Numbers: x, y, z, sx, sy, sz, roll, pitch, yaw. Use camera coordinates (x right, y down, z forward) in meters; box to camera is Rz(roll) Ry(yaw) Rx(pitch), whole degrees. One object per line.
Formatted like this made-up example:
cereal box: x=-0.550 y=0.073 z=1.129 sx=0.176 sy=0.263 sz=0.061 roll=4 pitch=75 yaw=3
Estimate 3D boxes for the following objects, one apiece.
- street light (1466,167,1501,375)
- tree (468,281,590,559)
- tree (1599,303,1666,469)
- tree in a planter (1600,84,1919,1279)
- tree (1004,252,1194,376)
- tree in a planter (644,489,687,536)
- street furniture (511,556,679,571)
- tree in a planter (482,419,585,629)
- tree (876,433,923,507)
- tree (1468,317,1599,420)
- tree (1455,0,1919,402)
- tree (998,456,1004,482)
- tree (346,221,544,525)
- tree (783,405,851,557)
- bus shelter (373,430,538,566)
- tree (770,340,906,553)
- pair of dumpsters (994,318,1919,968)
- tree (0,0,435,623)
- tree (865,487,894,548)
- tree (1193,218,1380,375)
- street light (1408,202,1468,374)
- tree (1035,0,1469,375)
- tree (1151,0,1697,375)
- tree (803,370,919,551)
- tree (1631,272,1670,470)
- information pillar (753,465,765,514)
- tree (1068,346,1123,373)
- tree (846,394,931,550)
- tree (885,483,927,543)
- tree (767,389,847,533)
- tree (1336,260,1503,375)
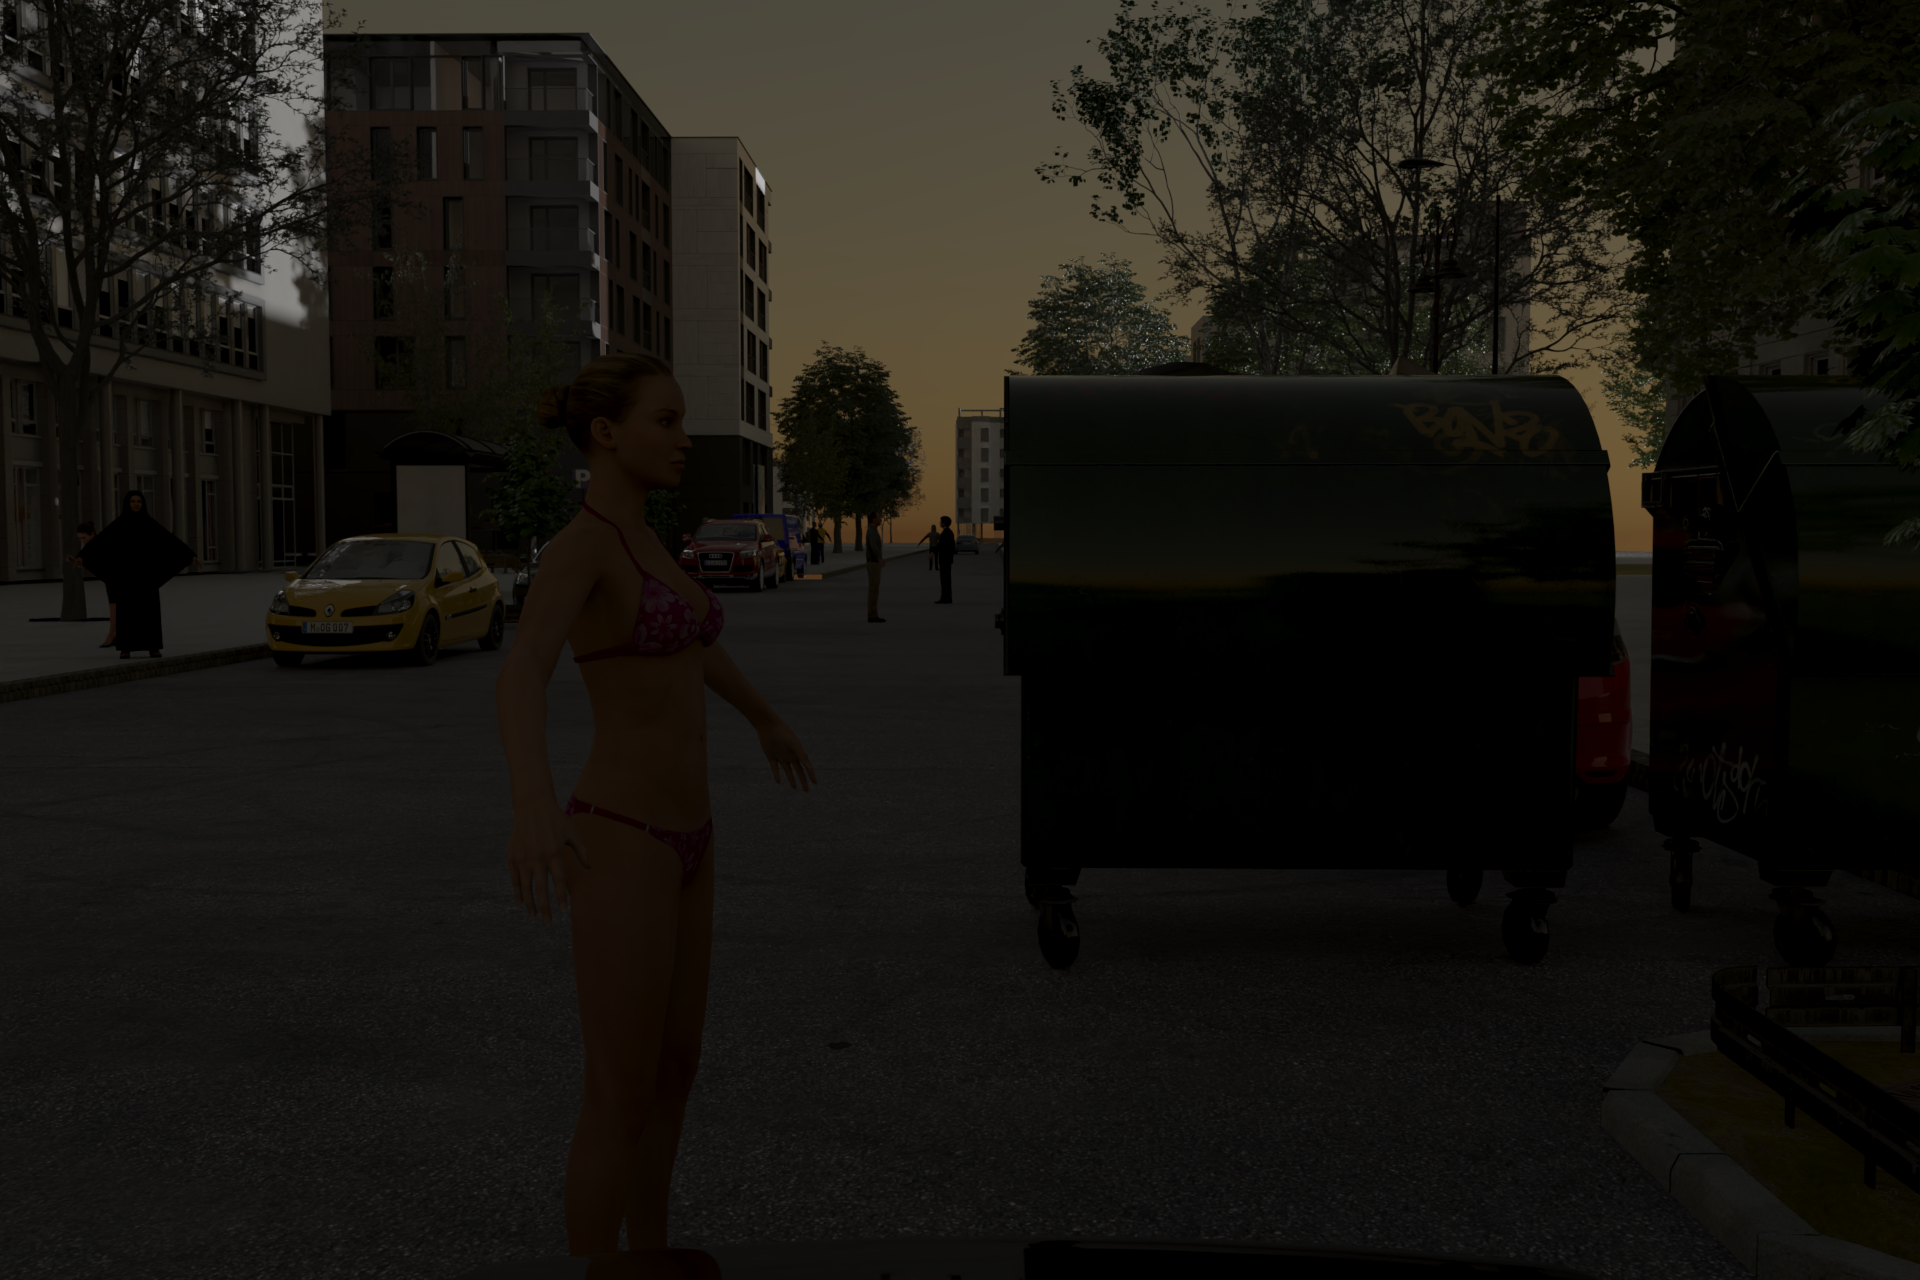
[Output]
street light: x=7.191 y=-2.996 z=21.533 sx=1.470 sy=5.913 sz=1.316 roll=0 pitch=4 yaw=1
tree: x=-12.589 y=-6.155 z=50.994 sx=4.737 sy=8.622 sz=4.395 roll=0 pitch=3 yaw=0
tree: x=29.003 y=-8.728 z=68.461 sx=9.928 sy=11.665 sz=9.643 roll=0 pitch=3 yaw=0
tree in a planter: x=2.535 y=-0.396 z=3.692 sx=1.991 sy=3.239 sz=1.994 roll=0 pitch=4 yaw=1
tree: x=6.857 y=-10.512 z=78.532 sx=9.857 sy=13.997 sz=8.962 roll=0 pitch=3 yaw=0
tree in a planter: x=-6.581 y=-2.333 z=35.371 sx=1.991 sy=3.239 sz=1.994 roll=0 pitch=4 yaw=1
street furniture: x=-12.859 y=-2.908 z=63.170 sx=5.734 sy=0.657 sz=10.072 roll=0 pitch=4 yaw=3
tree in a planter: x=-6.722 y=-1.817 z=26.935 sx=1.991 sy=3.239 sz=1.994 roll=0 pitch=4 yaw=2
tree: x=-7.400 y=-13.861 z=152.378 sx=9.928 sy=11.665 sz=9.643 roll=0 pitch=3 yaw=0
tree: x=18.729 y=-6.625 z=58.686 sx=4.360 sy=8.622 sz=3.978 roll=0 pitch=3 yaw=0
tree: x=7.847 y=-5.919 z=14.900 sx=7.486 sy=12.596 sz=7.792 roll=0 pitch=3 yaw=0
tree: x=8.553 y=-15.327 z=160.963 sx=12.009 sy=13.543 sz=11.850 roll=0 pitch=3 yaw=0
tree: x=-12.943 y=-5.589 z=41.742 sx=4.360 sy=8.622 sz=3.978 roll=0 pitch=3 yaw=0
tree: x=-7.959 y=-9.063 z=98.548 sx=4.737 sy=8.622 sz=4.395 roll=0 pitch=3 yaw=0
bus shelter: x=-10.365 y=-2.600 z=36.438 sx=2.014 sy=3.302 sz=5.546 roll=0 pitch=4 yaw=1
tree: x=-8.098 y=-12.774 z=115.515 sx=9.857 sy=13.997 sz=8.962 roll=0 pitch=3 yaw=0
pair of dumpsters: x=2.338 y=-0.073 z=6.147 sx=4.436 sy=2.255 sz=1.574 roll=0 pitch=4 yaw=1
tree: x=-13.109 y=-7.026 z=25.253 sx=12.009 sy=13.543 sz=11.850 roll=0 pitch=3 yaw=0
tree: x=-7.095 y=-12.823 z=160.011 sx=4.360 sy=8.622 sz=3.978 roll=0 pitch=3 yaw=0
tree: x=11.669 y=-8.860 z=62.990 sx=7.486 sy=12.596 sz=7.792 roll=0 pitch=3 yaw=0
street light: x=6.732 y=-3.167 z=24.561 sx=0.468 sy=5.910 sz=1.993 roll=0 pitch=4 yaw=1
tree: x=8.535 y=-11.836 z=49.401 sx=12.611 sy=20.169 sz=13.585 roll=0 pitch=3 yaw=0
tree: x=8.910 y=-7.559 z=33.956 sx=12.009 sy=13.543 sz=11.850 roll=0 pitch=3 yaw=0
tree: x=-7.685 y=-13.640 z=129.674 sx=9.857 sy=13.997 sz=8.962 roll=0 pitch=3 yaw=0
tree: x=26.305 y=-8.610 z=58.898 sx=7.486 sy=12.596 sz=7.792 roll=0 pitch=3 yaw=0
information pillar: x=-6.871 y=-4.158 z=59.294 sx=0.184 sy=3.620 sz=1.656 roll=0 pitch=4 yaw=1
tree: x=7.572 y=-10.439 z=96.434 sx=9.928 sy=11.665 sz=9.643 roll=0 pitch=3 yaw=0
tree: x=-7.437 y=-14.135 z=141.482 sx=12.009 sy=13.543 sz=11.850 roll=0 pitch=3 yaw=0
tree: x=-9.960 y=-20.544 z=246.261 sx=12.009 sy=13.543 sz=11.850 roll=0 pitch=3 yaw=0
tree: x=-8.245 y=-8.455 z=88.606 sx=4.360 sy=8.622 sz=3.978 roll=0 pitch=3 yaw=0
tree: x=18.907 y=-9.438 z=72.438 sx=7.486 sy=12.596 sz=7.792 roll=0 pitch=3 yaw=0
